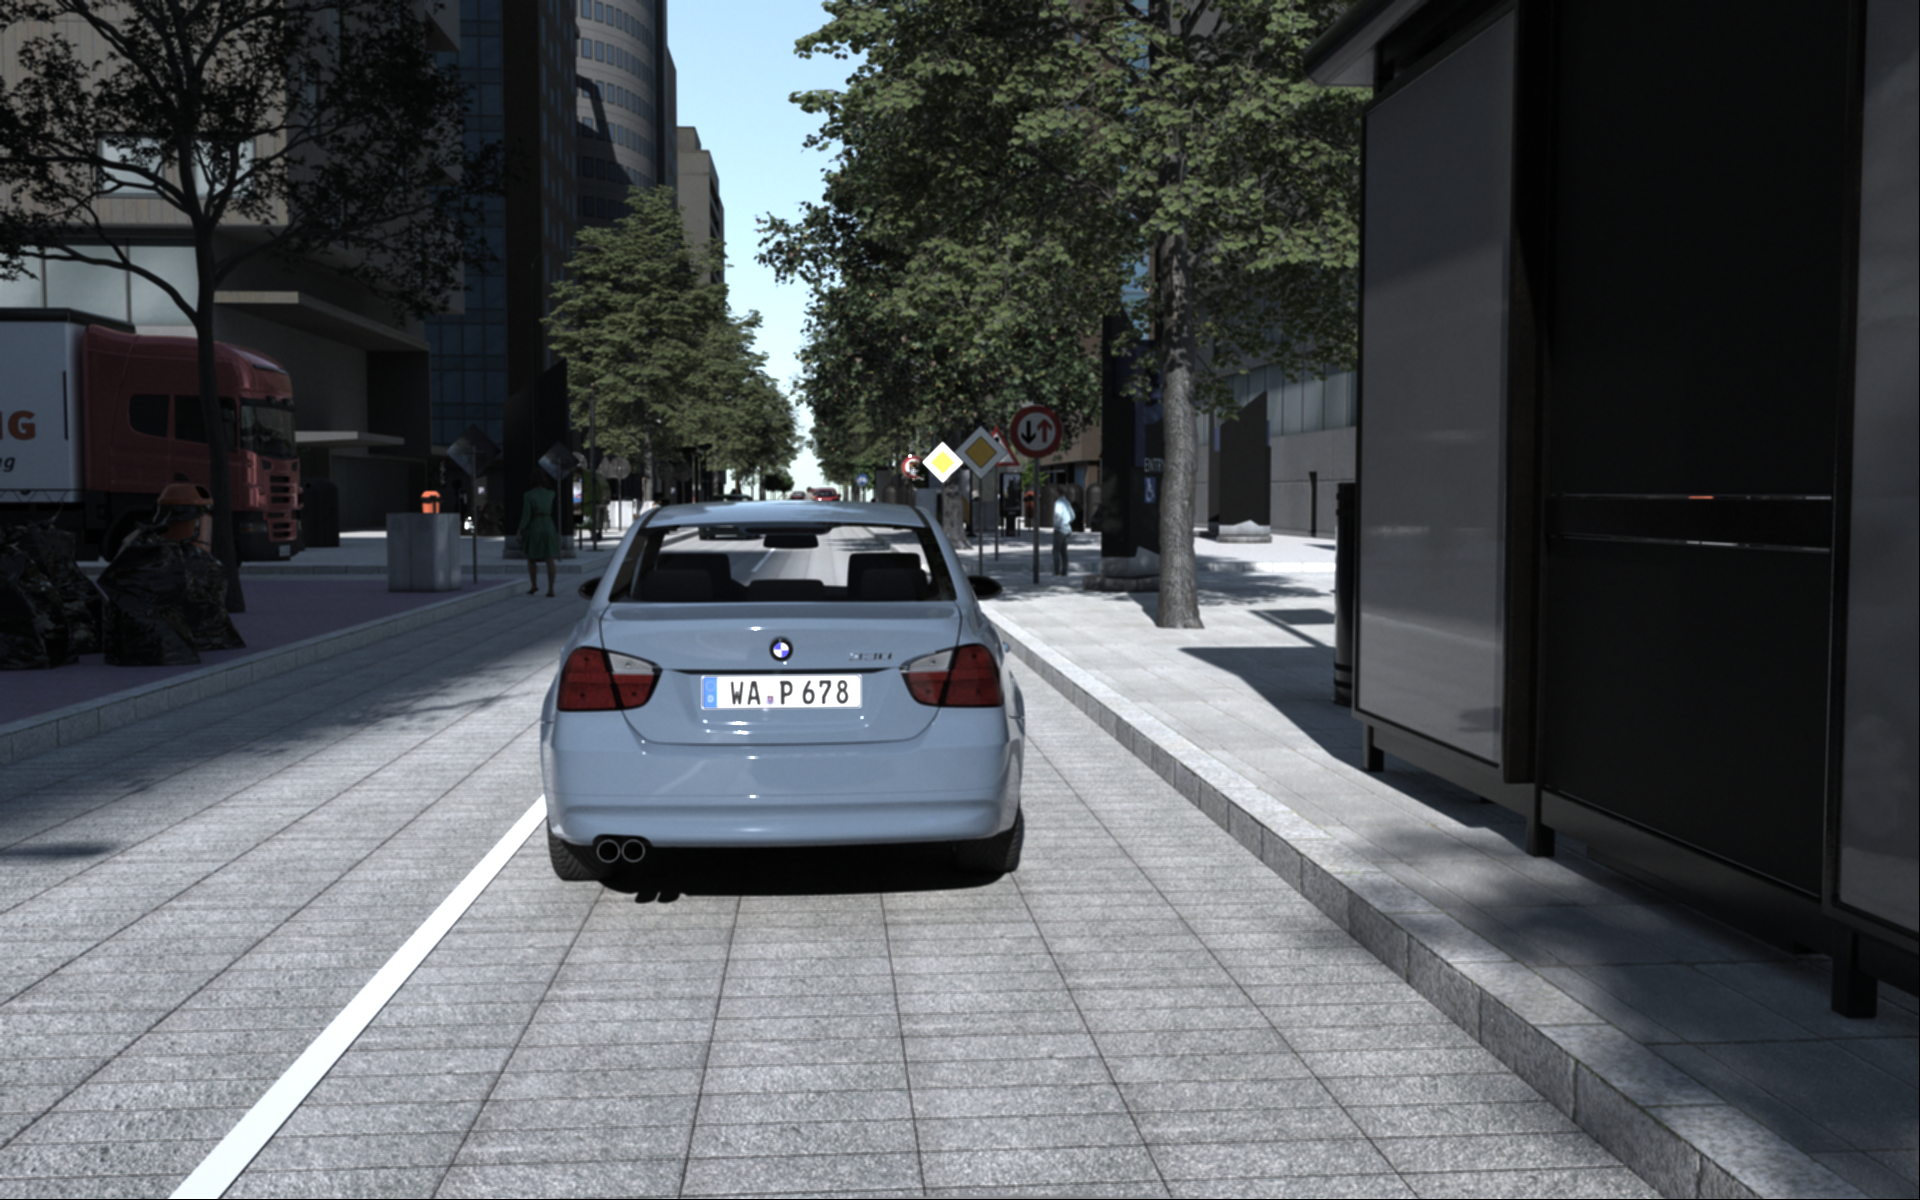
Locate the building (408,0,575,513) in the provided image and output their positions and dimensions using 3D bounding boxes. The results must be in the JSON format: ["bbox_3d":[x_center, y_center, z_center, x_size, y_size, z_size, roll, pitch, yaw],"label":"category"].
[{"bbox_3d":[-29.636,-27.388,97.901,14.600,45.320,14.200,0,4,-5],"label":"building"}]

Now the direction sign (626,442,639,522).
[{"bbox_3d":[-13.170,-4.749,69.644,0.379,3.537,0.876,1,4,22],"label":"direction sign"}]

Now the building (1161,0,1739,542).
[{"bbox_3d":[22.062,-28.577,56.474,27.495,52.752,28.713,0,4,-5],"label":"building"}]

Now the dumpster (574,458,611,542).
[{"bbox_3d":[-10.339,-2.721,46.982,1.502,2.255,1.985,0,4,-4],"label":"dumpster"}]

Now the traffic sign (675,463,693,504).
[{"bbox_3d":[-11.408,-4.362,71.424,0.768,2.556,0.104,0,4,-1],"label":"traffic sign"}]

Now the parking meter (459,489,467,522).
[{"bbox_3d":[-22.934,-4.374,79.918,0.372,1.533,0.369,0,3,0],"label":"parking meter"}]

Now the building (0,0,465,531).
[{"bbox_3d":[-32.861,-28.695,58.405,28.713,52.752,27.495,0,4,-5],"label":"building"}]

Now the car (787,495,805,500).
[{"bbox_3d":[-16.370,-9.848,173.594,1.945,1.354,3.894,0,4,-4],"label":"car"}]

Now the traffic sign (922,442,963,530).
[{"bbox_3d":[-0.333,-1.808,33.206,0.795,2.450,0.064,0,4,-5],"label":"traffic sign"}]

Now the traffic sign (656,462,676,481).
[{"bbox_3d":[-11.761,-4.233,69.322,0.768,2.556,0.104,0,4,-1],"label":"traffic sign"}]

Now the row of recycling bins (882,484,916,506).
[{"bbox_3d":[-1.575,-3.718,67.906,3.534,1.692,1.069,2,4,33],"label":"row of recycling bins"}]

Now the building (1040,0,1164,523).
[{"bbox_3d":[11.465,-26.275,79.708,14.600,45.320,14.200,0,4,-5],"label":"building"}]

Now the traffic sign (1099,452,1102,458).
[{"bbox_3d":[2.483,-1.565,25.598,0.884,2.594,0.081,0,4,-1],"label":"traffic sign"}]

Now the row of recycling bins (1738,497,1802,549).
[{"bbox_3d":[20.175,-2.055,40.714,3.534,1.692,1.069,0,3,0],"label":"row of recycling bins"}]

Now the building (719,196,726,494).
[{"bbox_3d":[-41.155,-36.653,249.394,14.600,45.320,14.200,0,4,-5],"label":"building"}]

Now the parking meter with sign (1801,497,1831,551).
[{"bbox_3d":[17.492,-2.382,35.202,1.738,3.016,0.543,-3,5,-43],"label":"parking meter with sign"}]

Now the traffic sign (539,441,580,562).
[{"bbox_3d":[-7.556,-1.774,32.655,0.795,2.450,0.064,0,4,-5],"label":"traffic sign"}]

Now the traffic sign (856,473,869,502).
[{"bbox_3d":[-6.018,-6.530,106.866,0.768,2.556,0.104,0,4,2],"label":"traffic sign"}]

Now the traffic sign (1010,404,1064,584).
[{"bbox_3d":[1.090,-1.506,24.724,0.768,2.556,0.104,0,4,3],"label":"traffic sign"}]

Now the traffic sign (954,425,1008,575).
[{"bbox_3d":[0.300,-1.321,25.246,0.795,2.450,0.064,0,4,-5],"label":"traffic sign"}]

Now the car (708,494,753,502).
[{"bbox_3d":[-7.308,-2.769,55.065,2.009,1.686,4.222,0,4,-3],"label":"car"}]

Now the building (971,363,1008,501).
[{"bbox_3d":[12.023,-49.663,124.662,22.319,86.520,31.000,0,4,-5],"label":"building"}]

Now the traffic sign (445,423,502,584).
[{"bbox_3d":[-6.923,-1.288,24.695,0.795,2.450,0.064,0,4,-5],"label":"traffic sign"}]

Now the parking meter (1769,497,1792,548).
[{"bbox_3d":[18.511,-2.041,39.076,0.399,1.863,0.255,3,5,43],"label":"parking meter"}]

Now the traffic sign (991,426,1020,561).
[{"bbox_3d":[0.699,-2.019,33.012,0.884,2.594,0.081,0,4,3],"label":"traffic sign"}]

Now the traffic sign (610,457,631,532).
[{"bbox_3d":[-11.634,-3.616,59.227,0.768,2.556,0.104,0,4,4],"label":"traffic sign"}]

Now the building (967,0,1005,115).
[{"bbox_3d":[9.551,-32.309,151.959,21.300,48.544,21.600,0,4,-5],"label":"building"}]

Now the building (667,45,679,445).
[{"bbox_3d":[-34.516,-31.545,165.870,14.600,45.320,14.200,0,4,-5],"label":"building"}]

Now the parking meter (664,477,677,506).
[{"bbox_3d":[-9.845,-3.259,58.997,0.255,1.863,0.399,3,5,41],"label":"parking meter"}]

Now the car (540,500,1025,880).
[{"bbox_3d":[-0.758,0.259,7.775,2.014,1.417,4.499,0,4,-5],"label":"car"}]

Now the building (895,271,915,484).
[{"bbox_3d":[1.365,-38.760,257.422,21.300,48.544,21.600,0,4,-5],"label":"building"}]

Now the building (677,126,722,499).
[{"bbox_3d":[-43.341,-37.156,231.199,21.300,48.544,21.600,0,4,-5],"label":"building"}]

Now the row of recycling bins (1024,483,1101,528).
[{"bbox_3d":[3.967,-3.581,65.657,3.534,1.692,1.069,2,4,35],"label":"row of recycling bins"}]

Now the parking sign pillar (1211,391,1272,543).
[{"bbox_3d":[7.526,-3.501,45.721,1.447,3.967,1.447,3,4,36],"label":"parking sign pillar"}]

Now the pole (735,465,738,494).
[{"bbox_3d":[-12.853,-6.481,99.812,0.158,3.312,0.155,0,3,0],"label":"pole"}]

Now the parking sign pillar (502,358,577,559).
[{"bbox_3d":[-8.418,-2.819,34.565,1.447,3.967,1.447,0,4,6],"label":"parking sign pillar"}]

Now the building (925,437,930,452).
[{"bbox_3d":[4.361,-29.727,169.636,14.154,41.232,14.086,0,4,-5],"label":"building"}]

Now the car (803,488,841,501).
[{"bbox_3d":[-8.203,-5.795,103.419,2.281,1.827,5.304,0,4,-7],"label":"car"}]

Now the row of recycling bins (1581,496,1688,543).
[{"bbox_3d":[6.504,-0.786,19.962,3.534,1.692,1.069,0,4,2],"label":"row of recycling bins"}]

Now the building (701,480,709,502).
[{"bbox_3d":[-46.988,-31.584,208.284,32.217,40.220,23.993,0,4,-5],"label":"building"}]

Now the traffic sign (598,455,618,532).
[{"bbox_3d":[-11.913,-3.559,58.186,0.884,2.594,0.081,0,4,3],"label":"traffic sign"}]

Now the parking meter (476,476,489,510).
[{"bbox_3d":[-15.355,-3.057,55.689,0.399,1.863,0.255,0,4,5],"label":"parking meter"}]

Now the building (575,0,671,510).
[{"bbox_3d":[-35.981,-36.801,143.692,21.231,58.520,28.212,0,4,-5],"label":"building"}]

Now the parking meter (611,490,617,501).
[{"bbox_3d":[-20.179,-5.657,100.909,0.372,1.533,0.369,0,3,0],"label":"parking meter"}]

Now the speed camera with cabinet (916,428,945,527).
[{"bbox_3d":[-0.719,-3.397,49.883,0.660,3.252,2.038,1,4,14],"label":"speed camera with cabinet"}]

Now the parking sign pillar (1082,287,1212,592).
[{"bbox_3d":[2.361,-2.122,23.167,1.447,3.967,1.447,2,4,30],"label":"parking sign pillar"}]

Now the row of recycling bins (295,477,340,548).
[{"bbox_3d":[-16.467,-2.179,42.742,3.534,1.692,1.069,3,5,41],"label":"row of recycling bins"}]

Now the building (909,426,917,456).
[{"bbox_3d":[4.362,-37.409,231.252,23.786,49.044,30.456,0,4,-5],"label":"building"}]

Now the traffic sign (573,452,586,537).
[{"bbox_3d":[-11.625,-3.190,52.269,0.768,2.556,0.104,0,4,-4],"label":"traffic sign"}]

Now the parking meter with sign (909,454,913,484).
[{"bbox_3d":[-1.496,-4.925,76.791,1.738,3.016,0.543,-2,4,-27],"label":"parking meter with sign"}]

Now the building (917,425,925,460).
[{"bbox_3d":[1.700,-32.134,208.981,14.154,41.232,14.086,0,4,-5],"label":"building"}]

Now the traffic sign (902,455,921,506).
[{"bbox_3d":[-1.539,-3.497,57.284,0.768,2.556,0.104,0,4,-4],"label":"traffic sign"}]

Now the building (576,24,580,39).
[{"bbox_3d":[-39.596,-26.004,117.053,32.217,40.220,23.993,0,4,-5],"label":"building"}]

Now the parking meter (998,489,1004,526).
[{"bbox_3d":[1.589,-3.721,69.250,0.372,1.533,0.369,0,3,0],"label":"parking meter"}]

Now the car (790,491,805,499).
[{"bbox_3d":[-20.810,-13.153,223.717,2.281,1.827,5.304,0,4,-6],"label":"car"}]

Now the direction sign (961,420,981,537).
[{"bbox_3d":[0.328,-3.653,51.723,0.876,3.537,0.379,-1,4,-19],"label":"direction sign"}]

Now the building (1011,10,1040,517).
[{"bbox_3d":[9.629,-25.582,101.858,14.154,41.232,14.086,0,4,-5],"label":"building"}]
